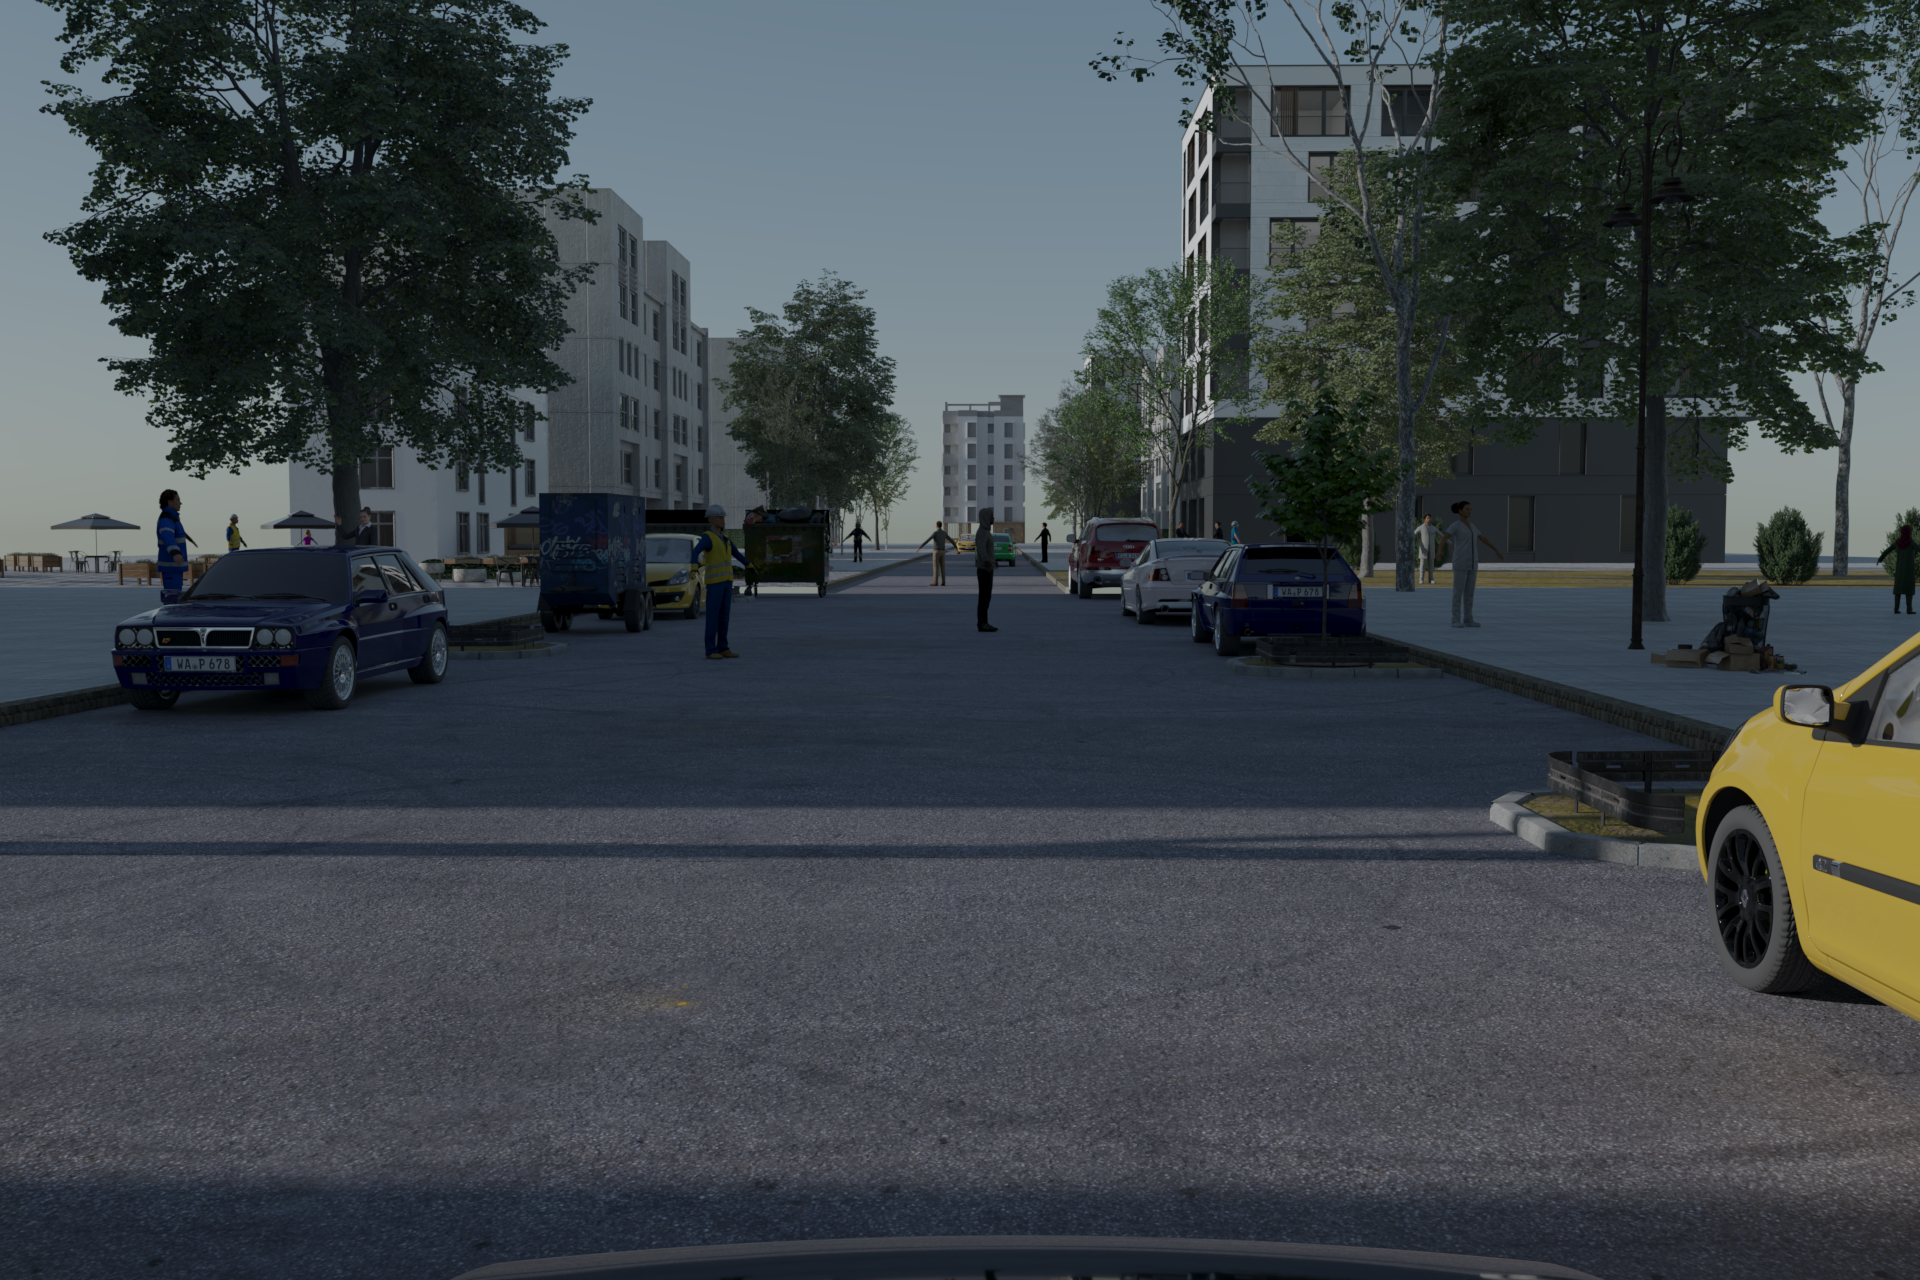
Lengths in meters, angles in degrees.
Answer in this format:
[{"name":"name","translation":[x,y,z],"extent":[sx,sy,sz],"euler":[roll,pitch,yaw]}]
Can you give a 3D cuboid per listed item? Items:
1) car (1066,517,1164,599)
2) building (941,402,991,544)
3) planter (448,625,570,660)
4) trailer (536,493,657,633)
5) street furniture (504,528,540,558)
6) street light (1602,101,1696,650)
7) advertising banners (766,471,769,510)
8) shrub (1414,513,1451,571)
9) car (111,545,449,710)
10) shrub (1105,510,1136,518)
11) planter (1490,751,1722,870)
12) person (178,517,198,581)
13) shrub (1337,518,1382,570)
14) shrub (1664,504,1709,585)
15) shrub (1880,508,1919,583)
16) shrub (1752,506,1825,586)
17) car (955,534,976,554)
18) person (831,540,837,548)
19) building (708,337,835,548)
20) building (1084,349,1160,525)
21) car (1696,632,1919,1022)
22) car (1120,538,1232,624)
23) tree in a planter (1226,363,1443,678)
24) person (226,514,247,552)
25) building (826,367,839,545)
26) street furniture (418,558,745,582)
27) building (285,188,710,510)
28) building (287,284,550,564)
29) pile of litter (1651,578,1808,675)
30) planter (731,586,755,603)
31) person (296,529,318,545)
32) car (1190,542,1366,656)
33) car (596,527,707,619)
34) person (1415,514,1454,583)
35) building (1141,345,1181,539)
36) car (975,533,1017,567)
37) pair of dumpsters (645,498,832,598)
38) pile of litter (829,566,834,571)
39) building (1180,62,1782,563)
[{"name":"car","translation":[3.630,-1.911,39.910],"extent":[2.281,1.827,5.304],"euler":[0,4,0]},{"name":"building","translation":[-2.177,-23.248,238.974],"extent":[11.380,20.090,16.016],"euler":[0,4,-2]},{"name":"planter","translation":[-5.780,0.025,20.730],"extent":[1.991,0.319,1.994],"euler":[0,4,1]},{"name":"trailer","translation":[-5.347,-1.085,24.781],"extent":[1.471,1.999,3.904],"euler":[0,4,1]},{"name":"street furniture","translation":[-11.956,-3.334,61.360],"extent":[9.812,1.723,11.010],"euler":[0,4,-7]},{"name":"street light","translation":[7.536,-2.834,19.118],"extent":[0.468,5.910,1.993],"euler":[0,4,1]},{"name":"advertising banners","translation":[-5.402,-3.155,47.771],"extent":[0.090,3.025,2.074],"euler":[0,4,2]},{"name":"shrub","translation":[16.176,-3.394,59.912],"extent":[1.690,2.028,1.600],"euler":[0,3,0]},{"name":"car","translation":[-5.864,-0.169,15.340],"extent":[1.945,1.354,3.894],"euler":[0,4,1]},{"name":"shrub","translation":[5.131,-3.174,55.940],"extent":[1.661,2.075,1.752],"euler":[0,3,0]},{"name":"planter","translation":[3.644,0.787,8.279],"extent":[1.991,0.319,1.994],"euler":[0,4,1]},{"name":"person","translation":[-21.586,-2.548,47.795],"extent":[1.346,1.812,0.704],"euler":[2,4,26]},{"name":"shrub","translation":[14.102,-3.502,61.304],"extent":[1.661,2.075,1.752],"euler":[0,3,0]},{"name":"shrub","translation":[17.940,-2.423,43.662],"extent":[1.661,2.075,1.752],"euler":[0,3,0]},{"name":"shrub","translation":[25.046,-2.511,45.466],"extent":[1.690,2.028,1.600],"euler":[0,3,0]},{"name":"shrub","translation":[20.594,-2.364,43.070],"extent":[1.690,2.028,1.600],"euler":[0,3,0]},{"name":"car","translation":[0.637,-6.984,124.410],"extent":[2.015,1.641,3.980],"euler":[0,4,1]},{"name":"person","translation":[-3.902,-2.451,45.929],"extent":[1.347,1.847,0.705],"euler":[-2,4,-32]},{"name":"building","translation":[-22.551,-18.675,171.795],"extent":[16.747,18.905,31.486],"euler":[0,4,2]},{"name":"building","translation":[28.709,-22.250,207.768],"extent":[27.936,21.610,32.646],"euler":[0,4,1]},{"name":"car","translation":[3.263,0.366,4.242],"extent":[2.015,1.641,3.980],"euler":[0,4,2]},{"name":"car","translation":[3.749,-1.009,28.856],"extent":[2.083,1.381,4.827],"euler":[0,4,0]},{"name":"tree in a planter","translation":[3.836,-1.279,18.131],"extent":[1.991,3.239,1.994],"euler":[0,4,2]},{"name":"person","translation":[-19.812,-2.531,47.354],"extent":[0.705,1.833,1.349],"euler":[0,4,-5]},{"name":"building","translation":[-19.795,-20.721,195.213],"extent":[16.016,20.090,11.380],"euler":[0,4,1]},{"name":"street furniture","translation":[-11.120,-1.970,47.832],"extent":[10.072,0.657,5.734],"euler":[0,4,8]},{"name":"building","translation":[-25.994,-14.572,104.707],"extent":[16.747,18.905,31.486],"euler":[0,4,1]},{"name":"building","translation":[-21.651,-7.971,72.481],"extent":[9.099,9.664,28.070],"euler":[0,4,2]},{"name":"pile of litter","translation":[7.366,-0.164,16.642],"extent":[1.176,0.858,1.719],"euler":[0,4,1]},{"name":"planter","translation":[-5.442,-0.970,36.996],"extent":[1.991,0.319,1.994],"euler":[0,4,2]},{"name":"person","translation":[-21.515,-2.922,57.034],"extent":[0.599,1.433,0.991],"euler":[2,4,35]},{"name":"car","translation":[3.908,-0.556,21.676],"extent":[1.945,1.354,3.894],"euler":[0,4,1]},{"name":"car","translation":[-5.232,-1.233,30.384],"extent":[2.015,1.641,3.980],"euler":[0,4,1]},{"name":"person","translation":[12.140,-2.372,44.965],"extent":[1.347,1.806,0.705],"euler":[0,4,-3]},{"name":"building","translation":[27.569,-18.608,170.705],"extent":[16.747,18.905,31.486],"euler":[0,4,1]},{"name":"car","translation":[1.573,-4.198,77.439],"extent":[1.959,1.807,4.718],"euler":[0,4,1]},{"name":"pair of dumpsters","translation":[-5.154,-2.106,39.387],"extent":[4.436,2.255,1.574],"euler":[0,4,1]},{"name":"pile of litter","translation":[-5.005,-2.847,60.519],"extent":[1.176,0.858,1.719],"euler":[0,4,1]},{"name":"building","translation":[25.431,-15.161,91.862],"extent":[27.936,21.610,32.646],"euler":[0,4,1]}]
